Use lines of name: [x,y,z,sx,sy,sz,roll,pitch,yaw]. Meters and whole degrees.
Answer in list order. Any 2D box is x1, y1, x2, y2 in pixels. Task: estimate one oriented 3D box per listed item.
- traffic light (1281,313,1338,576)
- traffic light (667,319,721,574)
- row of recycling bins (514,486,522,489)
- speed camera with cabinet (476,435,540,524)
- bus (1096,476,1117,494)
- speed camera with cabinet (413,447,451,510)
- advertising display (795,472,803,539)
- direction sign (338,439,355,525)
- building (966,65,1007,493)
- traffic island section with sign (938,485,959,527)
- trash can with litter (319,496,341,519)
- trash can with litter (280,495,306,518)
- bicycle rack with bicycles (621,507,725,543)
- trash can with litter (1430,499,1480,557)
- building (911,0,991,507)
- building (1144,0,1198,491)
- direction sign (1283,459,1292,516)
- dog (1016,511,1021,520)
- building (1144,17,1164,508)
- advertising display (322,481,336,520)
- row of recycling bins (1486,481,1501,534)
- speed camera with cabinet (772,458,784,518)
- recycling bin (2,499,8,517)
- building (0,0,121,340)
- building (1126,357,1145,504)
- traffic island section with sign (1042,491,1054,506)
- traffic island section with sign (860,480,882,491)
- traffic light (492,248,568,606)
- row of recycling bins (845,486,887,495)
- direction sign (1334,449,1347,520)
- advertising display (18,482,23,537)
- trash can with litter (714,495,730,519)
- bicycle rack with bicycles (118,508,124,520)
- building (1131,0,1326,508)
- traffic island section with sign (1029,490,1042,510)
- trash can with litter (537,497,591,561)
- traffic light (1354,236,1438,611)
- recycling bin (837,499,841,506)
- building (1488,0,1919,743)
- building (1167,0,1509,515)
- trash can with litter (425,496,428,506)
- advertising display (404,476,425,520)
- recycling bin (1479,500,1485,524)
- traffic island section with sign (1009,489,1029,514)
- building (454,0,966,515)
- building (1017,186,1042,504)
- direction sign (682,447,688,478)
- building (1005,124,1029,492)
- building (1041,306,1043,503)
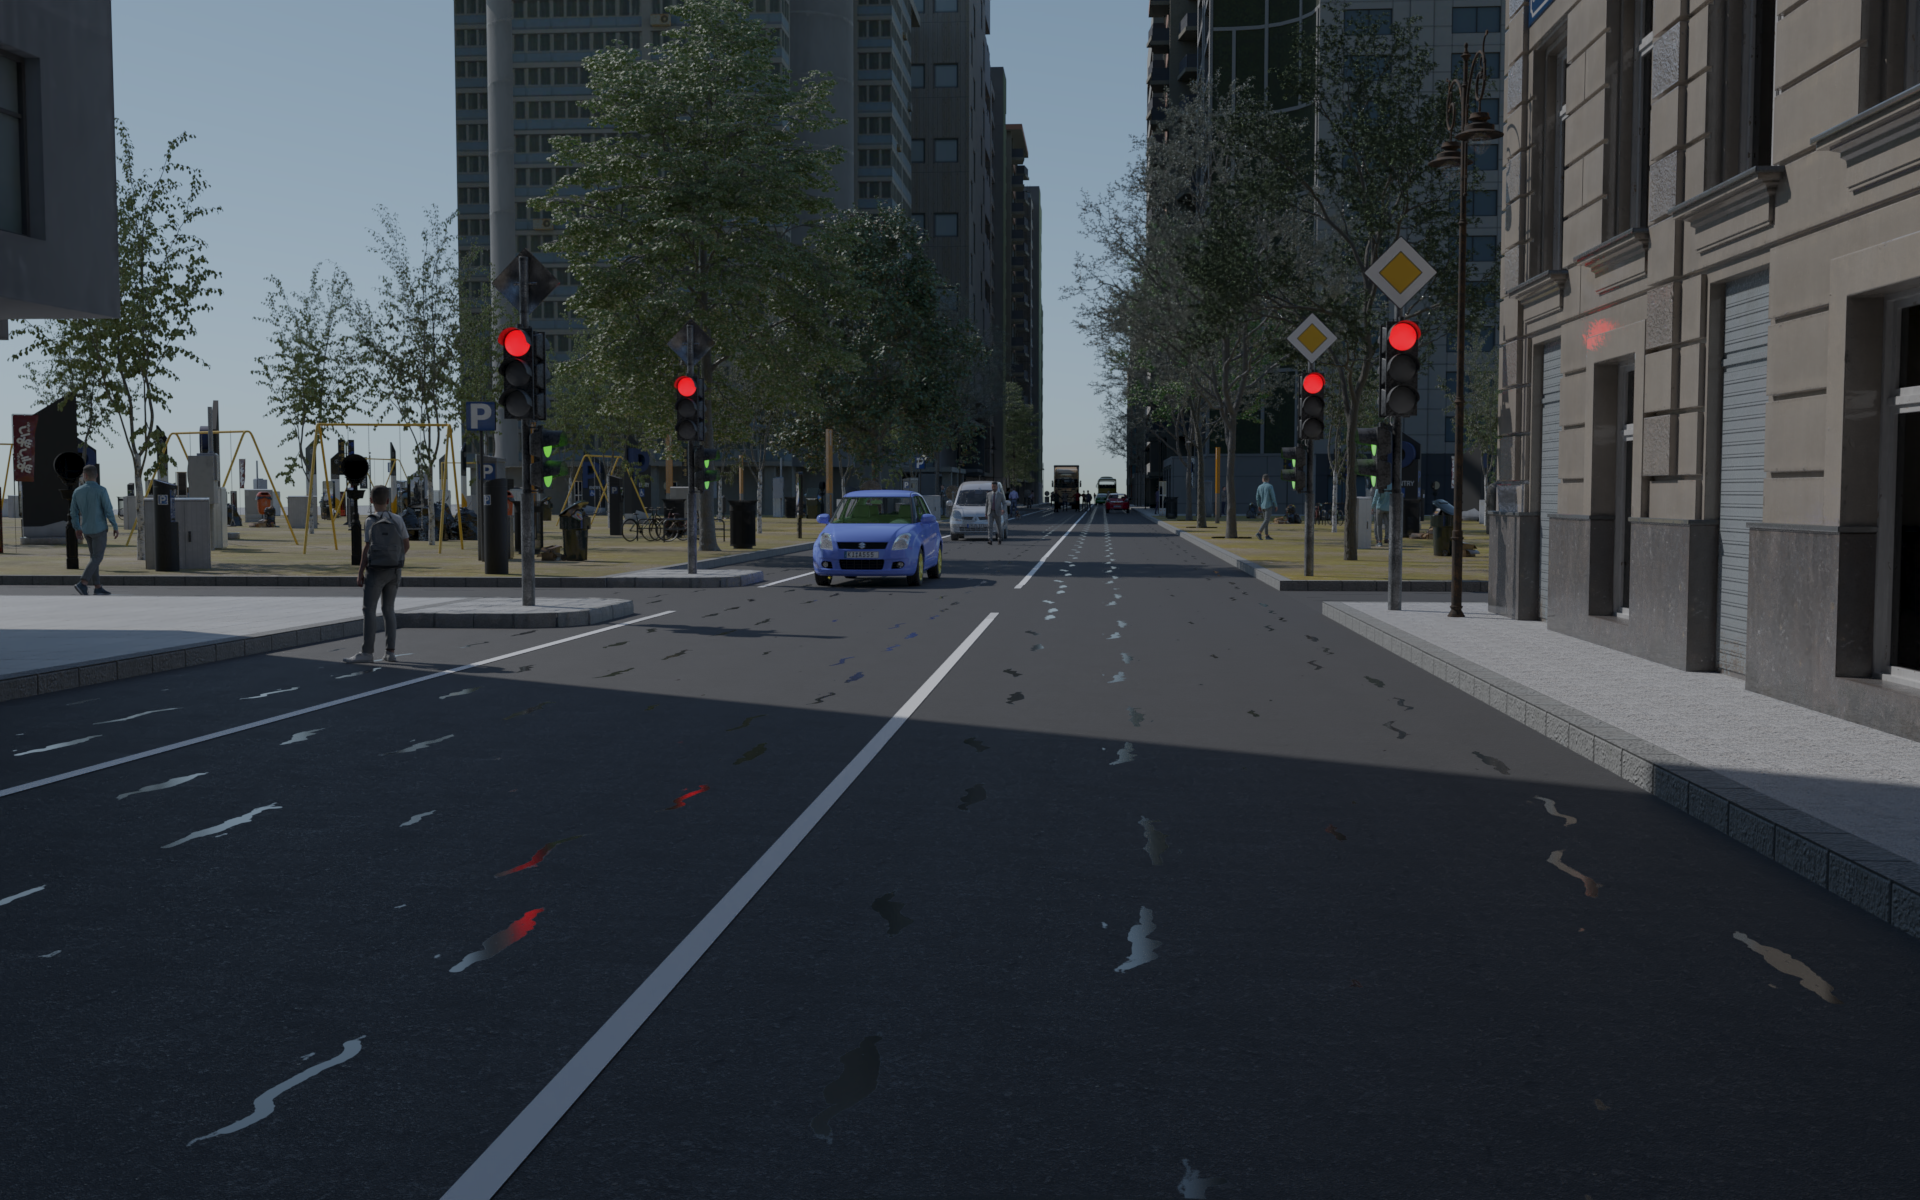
traffic light: [5.440,-2.328,26.984,0.839,4.253,0.868,0,4,5]
traffic light: [-4.290,-2.376,27.766,0.839,4.253,0.868,0,4,5]
row of recycling bins: [-25.680,-5.757,101.241,1.069,1.692,3.534,0,4,5]
speed camera with cabinet: [-15.145,-3.898,58.066,2.038,3.252,0.660,-1,4,-9]
bus: [20.448,-15.289,241.516,2.896,3.916,12.252,0,4,4]
speed camera with cabinet: [-21.965,-4.752,72.028,2.038,3.252,0.660,3,5,42]
advertising display: [-4.658,-2.751,50.192,0.123,1.923,0.974,-1,4,-11]
direction sign: [-25.423,-4.882,71.815,0.379,3.537,0.876,2,4,26]
building: [-3.081,-29.231,161.526,14.154,41.232,14.086,0,4,5]
traffic island section with sign: [-0.274,-4.190,77.132,1.989,1.847,2.006,0,4,5]
trash can with litter: [-33.774,-4.981,92.825,1.055,1.170,0.624,-2,4,-30]
trash can with litter: [-36.195,-5.125,94.850,2.233,1.210,1.678,-3,5,-43]
bicycle rack with bicycles: [-7.801,-2.060,47.068,2.925,0.926,2.852,-2,4,-33]
trash can with litter: [10.196,-1.480,35.579,0.624,1.170,1.055,-3,4,-39]
building: [-11.618,-33.734,140.795,28.713,52.752,27.495,0,4,5]
building: [26.241,-29.690,140.063,22.147,44.769,28.867,0,4,5]
direction sign: [18.768,-6.565,99.334,0.379,3.537,0.876,-1,4,-20]
dog: [3.226,-4.712,96.331,0.540,0.507,0.406,3,5,39]
building: [28.675,-33.108,165.019,21.300,48.544,21.600,0,4,5]
advertising display: [-30.822,-4.856,84.604,0.974,1.923,0.123,3,5,40]
row of recycling bins: [17.697,-3.010,56.325,1.069,1.692,3.534,2,4,24]
speed camera with cabinet: [-9.969,-6.147,94.843,0.660,3.252,2.038,0,4,-5]
recycling bin: [-53.198,-5.109,96.085,0.722,1.027,0.722,-2,4,-35]
building: [-14.857,-20.034,11.154,14.086,41.232,14.154,0,4,5]
building: [36.324,-23.631,231.398,27.650,21.520,28.899,0,4,5]
traffic island section with sign: [10.589,-12.271,209.255,1.989,1.847,2.006,0,4,5]
traffic island section with sign: [-2.545,-2.507,49.612,1.989,1.847,2.006,0,4,5]
traffic light: [-4.945,-1.889,19.808,0.839,4.253,0.868,0,4,5]
row of recycling bins: [-5.101,-5.316,94.034,1.069,1.692,3.534,2,4,33]
direction sign: [19.138,-5.793,86.709,0.876,3.537,0.379,1,4,9]
advertising display: [-27.148,-2.778,50.637,0.974,1.923,0.123,2,4,25]
trash can with litter: [-12.287,-4.783,89.256,1.678,1.210,2.233,0,4,-7]
bicycle rack with bicycles: [-39.618,-4.410,85.487,2.925,0.926,2.852,0,4,-3]
building: [30.967,-46.883,204.792,20.563,71.187,20.611,0,4,5]
traffic island section with sign: [6.086,-8.922,154.494,1.989,1.847,2.006,0,4,5]
trash can with litter: [-7.629,-1.338,33.256,1.055,1.170,0.624,1,4,14]
traffic light: [4.785,-1.841,19.026,0.839,4.253,0.868,0,4,5]
recycling bin: [-5.460,-4.345,83.592,0.722,1.027,0.722,-3,5,-40]
building: [10.394,-12.741,5.573,12.463,27.353,25.104,0,4,5]
building: [24.235,-41.318,113.799,20.563,71.187,20.611,0,4,5]
trash can with litter: [-19.704,-3.204,63.447,1.678,1.210,2.233,0,4,-3]
advertising display: [-19.245,-3.430,61.293,0.123,1.923,0.974,1,4,13]
recycling bin: [22.879,-3.796,74.618,0.722,1.027,0.722,-2,4,-35]
traffic island section with sign: [3.850,-7.260,127.333,1.989,1.847,2.006,0,4,5]
building: [-16.112,-25.926,115.764,32.217,40.220,23.993,0,4,5]
building: [3.128,-33.053,224.005,14.154,41.232,14.086,0,4,5]
direction sign: [-12.977,-5.556,82.833,0.876,3.537,0.379,3,4,38]
building: [-3.331,-33.461,201.714,22.147,44.769,28.867,0,4,5]
building: [4.880,-29.432,252.909,14.160,30.474,14.107,0,4,5]
